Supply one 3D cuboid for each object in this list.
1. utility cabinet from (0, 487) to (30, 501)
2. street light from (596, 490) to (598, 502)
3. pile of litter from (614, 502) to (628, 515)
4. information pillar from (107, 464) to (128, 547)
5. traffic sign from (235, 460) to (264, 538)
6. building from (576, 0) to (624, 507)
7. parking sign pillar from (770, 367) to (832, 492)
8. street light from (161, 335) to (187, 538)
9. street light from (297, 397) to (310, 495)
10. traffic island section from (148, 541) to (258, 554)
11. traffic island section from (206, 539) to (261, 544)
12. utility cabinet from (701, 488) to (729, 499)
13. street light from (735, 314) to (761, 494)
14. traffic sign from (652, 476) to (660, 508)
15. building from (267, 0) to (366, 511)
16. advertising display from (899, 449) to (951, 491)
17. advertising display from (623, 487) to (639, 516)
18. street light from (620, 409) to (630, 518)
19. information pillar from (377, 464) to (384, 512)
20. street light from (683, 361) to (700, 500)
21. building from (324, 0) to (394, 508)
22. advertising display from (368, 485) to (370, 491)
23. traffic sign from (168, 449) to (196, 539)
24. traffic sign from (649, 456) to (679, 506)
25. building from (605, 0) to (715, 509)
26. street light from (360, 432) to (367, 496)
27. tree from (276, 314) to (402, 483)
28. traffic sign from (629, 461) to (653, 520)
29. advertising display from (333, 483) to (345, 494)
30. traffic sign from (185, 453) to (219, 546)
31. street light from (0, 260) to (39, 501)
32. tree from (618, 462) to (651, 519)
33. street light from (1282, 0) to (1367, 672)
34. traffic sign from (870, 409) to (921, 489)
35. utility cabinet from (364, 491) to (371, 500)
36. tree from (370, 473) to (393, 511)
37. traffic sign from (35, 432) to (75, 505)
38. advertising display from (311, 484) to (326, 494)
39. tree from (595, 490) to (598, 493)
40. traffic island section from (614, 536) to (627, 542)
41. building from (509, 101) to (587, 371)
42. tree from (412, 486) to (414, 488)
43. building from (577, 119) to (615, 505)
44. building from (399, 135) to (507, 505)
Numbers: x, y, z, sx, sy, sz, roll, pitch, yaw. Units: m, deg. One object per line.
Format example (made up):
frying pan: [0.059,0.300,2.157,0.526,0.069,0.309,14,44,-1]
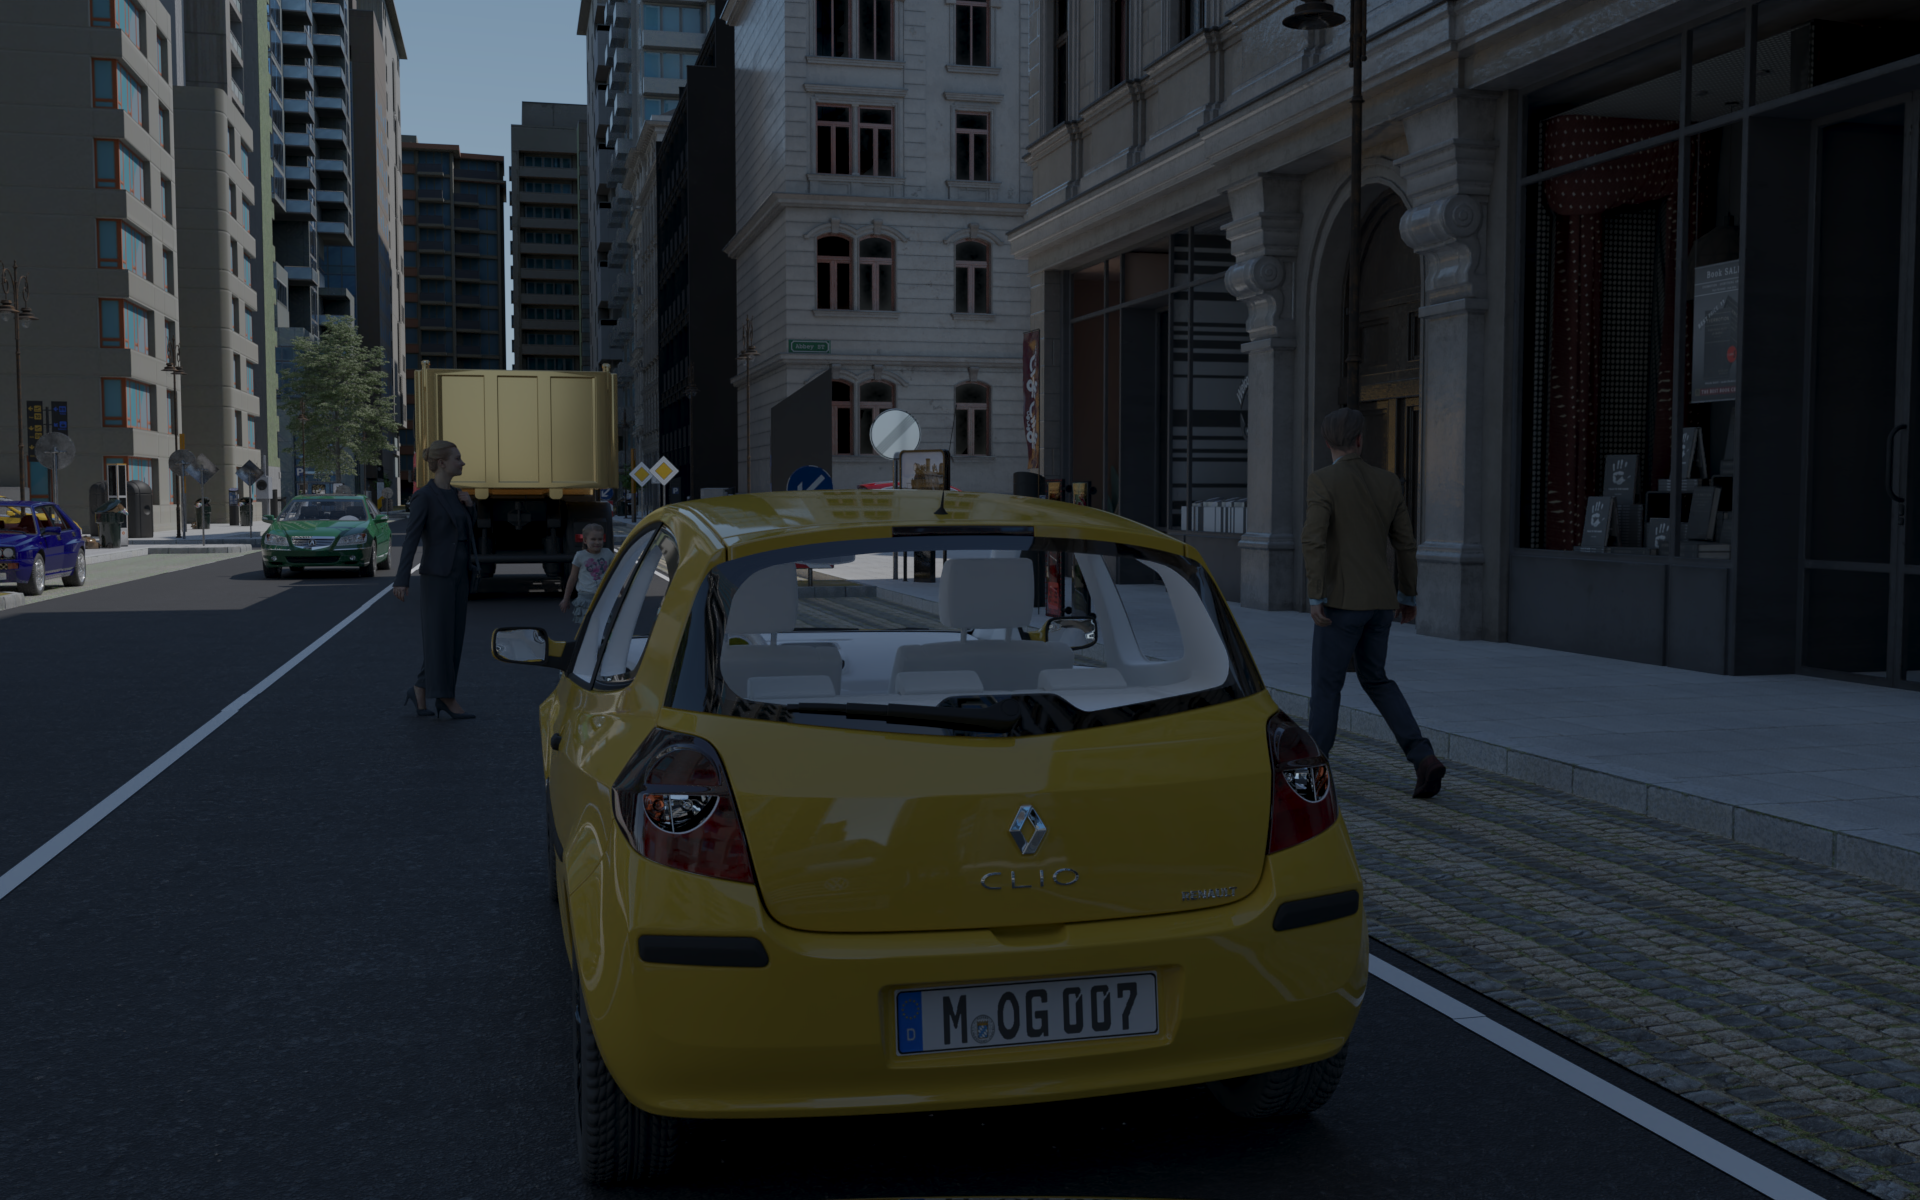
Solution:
utility cabinet: [-29.752,-2.784,54.197,1.173,1.500,0.318,0,4,1]
street light: [-26.297,-9.328,125.304,0.468,5.910,1.993,-1,4,-14]
pile of litter: [-20.622,-5.564,104.930,1.719,0.858,1.176,1,4,18]
information pillar: [-20.450,-2.297,42.049,0.304,2.012,0.304,1,4,16]
traffic sign: [-20.659,-2.861,50.416,0.795,2.450,0.064,-1,4,-14]
building: [-23.163,-35.801,174.578,28.713,52.752,27.495,-1,4,-14]
parking sign pillar: [-3.395,-2.968,36.994,1.447,3.967,1.447,-1,4,-10]
street light: [-22.819,-4.748,50.417,0.468,5.910,1.993,-1,4,-14]
street light: [-31.234,-6.706,82.430,0.468,5.910,1.993,-1,4,-14]
traffic island section: [-18.682,-1.251,42.740,2.009,0.180,2.903,-1,4,-14]
traffic island section: [-20.680,-1.724,50.472,2.009,0.180,2.903,-1,4,-14]
utility cabinet: [-8.938,-3.326,63.052,1.173,1.500,0.318,3,4,39]
street light: [-5.465,-4.399,44.717,0.468,5.910,1.993,-1,4,-14]
traffic sign: [-11.948,-4.079,68.821,0.606,2.300,0.079,-1,4,-13]
building: [-57.815,-50.172,132.978,22.319,86.520,31.000,-1,4,-14]
advertising display: [-0.513,-1.216,25.095,0.123,1.923,0.974,-3,5,-44]
advertising display: [-19.647,-6.003,103.365,0.974,1.923,0.123,1,4,19]
street light: [-17.884,-7.327,92.578,0.468,5.910,1.993,-1,4,-14]
information pillar: [-41.056,-8.032,122.676,0.504,3.616,0.183,-3,5,-44]
street light: [-9.307,-5.340,60.096,0.468,5.910,1.993,-1,4,-14]
building: [-59.491,-31.009,157.100,14.600,45.320,14.200,-1,4,-14]
advertising display: [-41.505,-7.123,121.676,0.123,1.923,0.974,-1,4,-17]
traffic sign: [-22.124,-3.010,49.313,0.768,2.556,0.104,-1,4,-9]
traffic sign: [-7.768,-2.558,45.467,0.795,2.450,0.064,-1,4,-14]
building: [-18.038,-32.204,146.143,23.786,49.044,30.456,-1,4,-14]
street light: [-39.525,-8.697,114.989,0.468,5.910,1.993,-1,4,-14]
tree: [-39.266,-11.691,109.268,7.486,12.596,7.792,0,3,0]
traffic sign: [-9.766,-3.031,53.199,0.795,2.450,0.064,-1,4,-14]
advertising display: [-35.485,-5.734,98.961,0.974,1.923,0.123,2,4,35]
traffic sign: [-18.661,-2.388,42.684,0.795,2.450,0.064,-1,4,-14]
street light: [-18.657,-3.766,34.366,0.468,5.910,1.993,-1,4,-14]
tree: [-16.987,-5.873,90.628,1.663,3.219,1.824,0,3,0]
street light: [2.821,-2.421,12.368,0.468,5.910,1.993,-1,4,-14]
traffic sign: [-0.966,-1.579,25.918,0.768,2.556,0.104,0,4,-7]
utility cabinet: [-41.079,-6.819,120.166,0.318,1.500,1.173,-1,4,-9]
tree: [-45.277,-8.621,135.553,1.663,3.219,1.824,0,3,0]
traffic sign: [-18.601,-2.173,35.634,0.768,2.556,0.104,-1,4,-13]
advertising display: [-42.103,-6.636,113.716,0.123,1.923,0.974,3,4,37]
tree: [-29.166,-8.713,137.052,1.663,3.219,1.824,0,3,0]
traffic island section: [-9.745,-1.896,53.282,2.009,0.180,2.903,-1,4,-14]
building: [-45.661,-36.420,219.167,21.600,48.544,21.300,-1,4,-14]
tree: [-57.336,-11.612,184.463,1.663,3.219,1.824,0,3,0]
building: [-35.459,-31.200,193.706,14.154,41.232,14.086,-1,4,-14]
building: [-70.480,-34.166,213.231,28.867,44.769,22.147,-1,4,-14]
